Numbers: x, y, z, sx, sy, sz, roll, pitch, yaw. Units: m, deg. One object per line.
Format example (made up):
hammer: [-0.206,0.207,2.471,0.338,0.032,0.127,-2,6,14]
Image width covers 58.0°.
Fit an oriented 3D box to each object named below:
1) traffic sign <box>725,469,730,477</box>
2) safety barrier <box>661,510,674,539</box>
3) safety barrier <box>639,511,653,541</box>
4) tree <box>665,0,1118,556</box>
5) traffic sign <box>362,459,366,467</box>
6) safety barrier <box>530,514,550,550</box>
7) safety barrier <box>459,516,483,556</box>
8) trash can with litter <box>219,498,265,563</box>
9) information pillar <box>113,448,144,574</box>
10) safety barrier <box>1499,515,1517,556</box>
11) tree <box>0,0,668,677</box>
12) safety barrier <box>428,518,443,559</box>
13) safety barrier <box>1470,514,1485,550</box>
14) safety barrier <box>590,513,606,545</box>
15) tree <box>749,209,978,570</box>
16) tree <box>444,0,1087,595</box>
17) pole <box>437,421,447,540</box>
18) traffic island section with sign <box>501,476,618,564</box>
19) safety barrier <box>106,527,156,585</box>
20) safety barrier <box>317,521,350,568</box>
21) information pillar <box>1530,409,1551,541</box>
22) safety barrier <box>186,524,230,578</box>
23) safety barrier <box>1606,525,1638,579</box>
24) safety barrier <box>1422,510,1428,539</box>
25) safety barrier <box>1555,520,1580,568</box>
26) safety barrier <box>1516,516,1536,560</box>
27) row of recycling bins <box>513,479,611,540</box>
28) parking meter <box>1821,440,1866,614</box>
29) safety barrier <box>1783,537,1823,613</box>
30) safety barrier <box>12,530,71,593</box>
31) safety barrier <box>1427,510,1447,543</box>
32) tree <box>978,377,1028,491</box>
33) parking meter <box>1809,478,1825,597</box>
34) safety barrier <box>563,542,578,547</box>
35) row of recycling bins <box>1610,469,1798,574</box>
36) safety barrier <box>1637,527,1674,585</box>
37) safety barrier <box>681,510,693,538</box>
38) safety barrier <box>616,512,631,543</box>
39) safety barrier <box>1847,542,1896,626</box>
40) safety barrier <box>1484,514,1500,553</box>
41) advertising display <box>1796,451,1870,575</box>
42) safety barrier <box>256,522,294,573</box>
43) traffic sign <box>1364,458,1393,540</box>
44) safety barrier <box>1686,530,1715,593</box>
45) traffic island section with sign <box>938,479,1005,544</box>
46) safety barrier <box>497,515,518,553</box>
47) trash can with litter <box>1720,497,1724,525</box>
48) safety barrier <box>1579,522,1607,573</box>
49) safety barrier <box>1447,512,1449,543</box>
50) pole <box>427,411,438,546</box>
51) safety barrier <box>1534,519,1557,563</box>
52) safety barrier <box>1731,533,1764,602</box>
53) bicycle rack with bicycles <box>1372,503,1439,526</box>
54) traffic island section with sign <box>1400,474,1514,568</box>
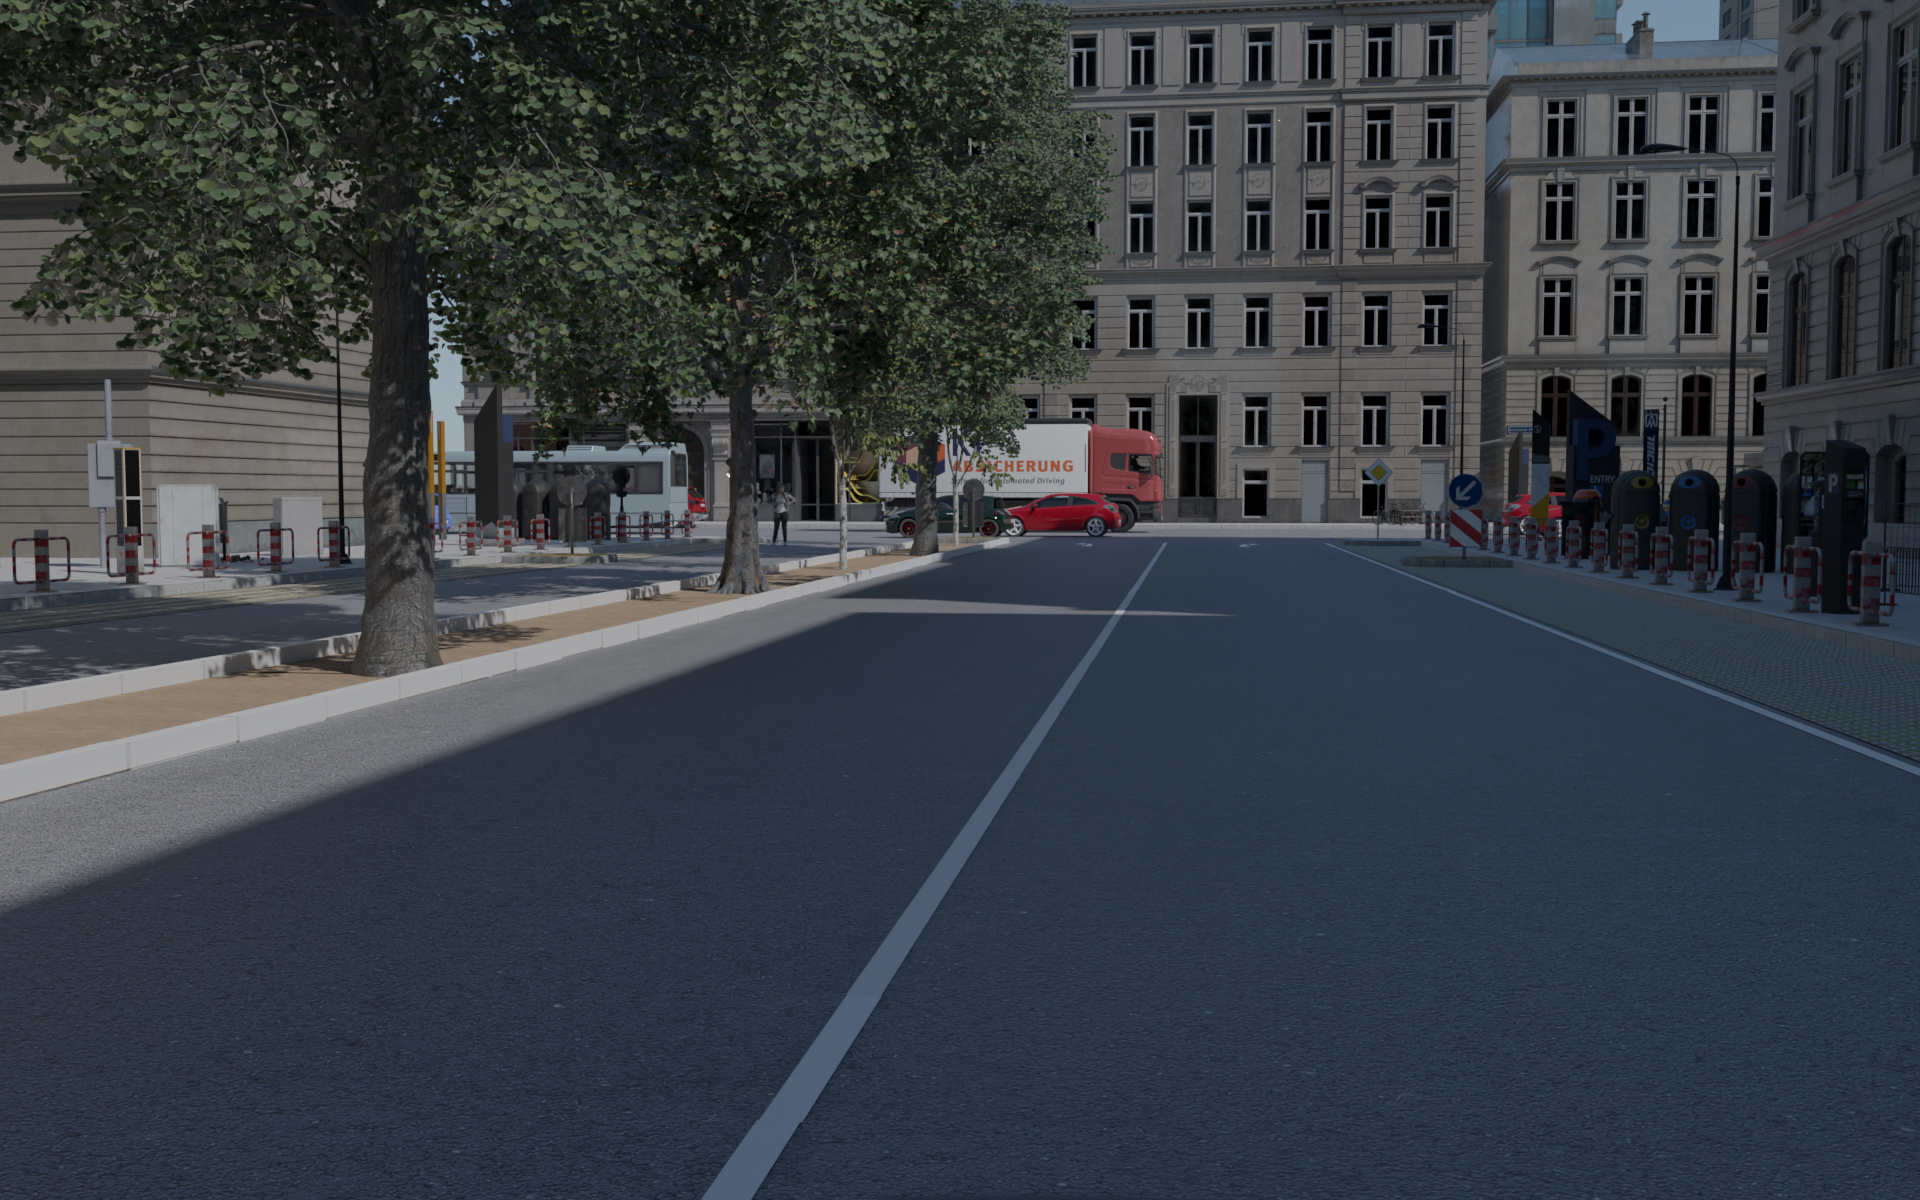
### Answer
traffic sign: [-6.555,-2.912,51.247,0.795,2.450,0.064,0,4,8]
safety barrier: [-8.320,-2.140,49.260,0.300,0.817,1.120,0,4,8]
safety barrier: [-8.578,-2.024,47.361,0.300,0.817,1.120,0,4,8]
tree: [-0.806,-7.979,39.565,9.857,13.997,8.962,0,3,0]
traffic sign: [-11.281,-2.070,33.849,0.884,2.594,0.081,1,4,12]
safety barrier: [-9.629,-1.558,39.746,0.300,0.817,1.120,0,4,8]
safety barrier: [-10.149,-1.326,35.947,0.300,0.817,1.120,0,4,8]
trash can with litter: [-14.099,-1.342,32.993,1.678,1.210,2.233,-3,4,-37]
information pillar: [-13.206,-1.408,27.518,0.304,2.012,0.304,3,4,37]
safety barrier: [11.477,-1.321,35.871,0.300,0.817,1.120,0,4,8]
tree: [-4.482,-6.383,13.473,9.857,13.997,8.962,0,3,0]
safety barrier: [-10.411,-1.209,34.036,0.300,0.817,1.120,0,4,8]
safety barrier: [11.999,-1.554,39.679,0.300,0.817,1.120,0,4,8]
safety barrier: [-9.104,-1.791,43.559,0.300,0.817,1.120,0,4,8]
tree: [-2.187,-4.848,32.081,4.737,8.622,4.395,0,3,0]
tree: [-3.123,-6.440,24.757,9.611,12.733,9.660,0,3,0]
pole: [-14.486,-3.338,48.414,0.158,3.312,0.155,0,3,0]
traffic island section with sign: [-8.302,-1.695,36.338,1.989,1.847,2.006,0,4,8]
safety barrier: [-11.720,-0.626,24.505,0.300,0.817,1.120,0,4,8]
safety barrier: [-10.930,-0.976,30.237,0.300,0.817,1.120,0,4,8]
information pillar: [15.900,-3.434,47.495,0.504,3.616,0.183,1,4,20]
safety barrier: [-11.460,-0.742,26.409,0.300,0.817,1.120,0,4,8]
safety barrier: [10.168,-0.739,26.359,0.300,0.817,1.120,0,4,8]
safety barrier: [13.301,-2.135,49.178,0.300,0.817,1.120,0,4,8]
safety barrier: [10.692,-0.972,30.167,0.300,0.817,1.120,0,4,8]
safety barrier: [11.213,-1.205,33.972,0.300,0.817,1.120,0,4,8]
row of recycling bins: [-11.464,-2.551,48.828,3.534,1.692,1.069,1,4,18]
parking meter: [9.464,-0.785,18.548,0.255,1.863,0.399,0,4,-5]
safety barrier: [9.119,-0.274,18.753,0.300,0.817,1.120,0,4,8]
safety barrier: [-11.982,-0.510,22.606,0.300,0.817,1.120,0,4,8]
safety barrier: [13.049,-2.019,47.278,0.300,0.817,1.120,0,4,8]
tree: [-0.105,-5.769,47.143,4.737,8.622,4.395,0,3,0]
parking meter: [10.815,-0.810,21.649,0.372,1.533,0.369,0,3,0]
safety barrier: [-9.364,-1.675,41.660,0.300,0.817,1.120,0,4,8]
row of recycling bins: [12.601,-1.323,28.746,3.534,1.692,1.069,3,4,37]
safety barrier: [9.908,-0.623,24.460,0.300,0.817,1.120,0,4,8]
safety barrier: [-8.057,-2.256,51.159,0.300,0.817,1.120,0,4,8]
safety barrier: [-8.840,-1.907,45.457,0.300,0.817,1.120,0,4,8]
safety barrier: [8.863,-0.158,16.854,0.300,0.817,1.120,0,4,8]
safety barrier: [11.739,-1.438,37.780,0.300,0.817,1.120,0,4,8]
advertising display: [13.143,-1.277,26.099,0.974,1.923,0.123,1,4,13]
safety barrier: [-11.195,-0.860,28.339,0.300,0.817,1.120,0,4,8]
traffic sign: [11.764,-2.757,48.717,0.795,2.450,0.064,0,4,8]
safety barrier: [9.646,-0.506,22.551,0.300,0.817,1.120,0,4,8]
traffic island section with sign: [0.311,-2.597,50.605,2.006,1.907,1.989,0,4,8]
safety barrier: [-9.885,-1.442,37.846,0.300,0.817,1.120,0,4,8]
trash can with litter: [32.038,-3.696,71.823,1.055,1.170,0.624,0,4,-6]
safety barrier: [10.429,-0.855,28.259,0.300,0.817,1.120,0,4,8]
safety barrier: [12.524,-1.786,43.479,0.300,0.817,1.120,0,4,8]
pole: [-13.012,-2.976,42.506,0.158,3.312,0.155,0,3,0]
safety barrier: [10.952,-1.088,32.067,0.300,0.817,1.120,0,4,8]
safety barrier: [9.387,-0.390,20.651,0.300,0.817,1.120,0,4,8]
bicycle rack with bicycles: [18.461,-3.565,71.666,2.925,0.926,2.852,-1,4,-10]
traffic island section with sign: [9.829,-1.580,34.465,1.989,1.847,2.006,0,4,8]
